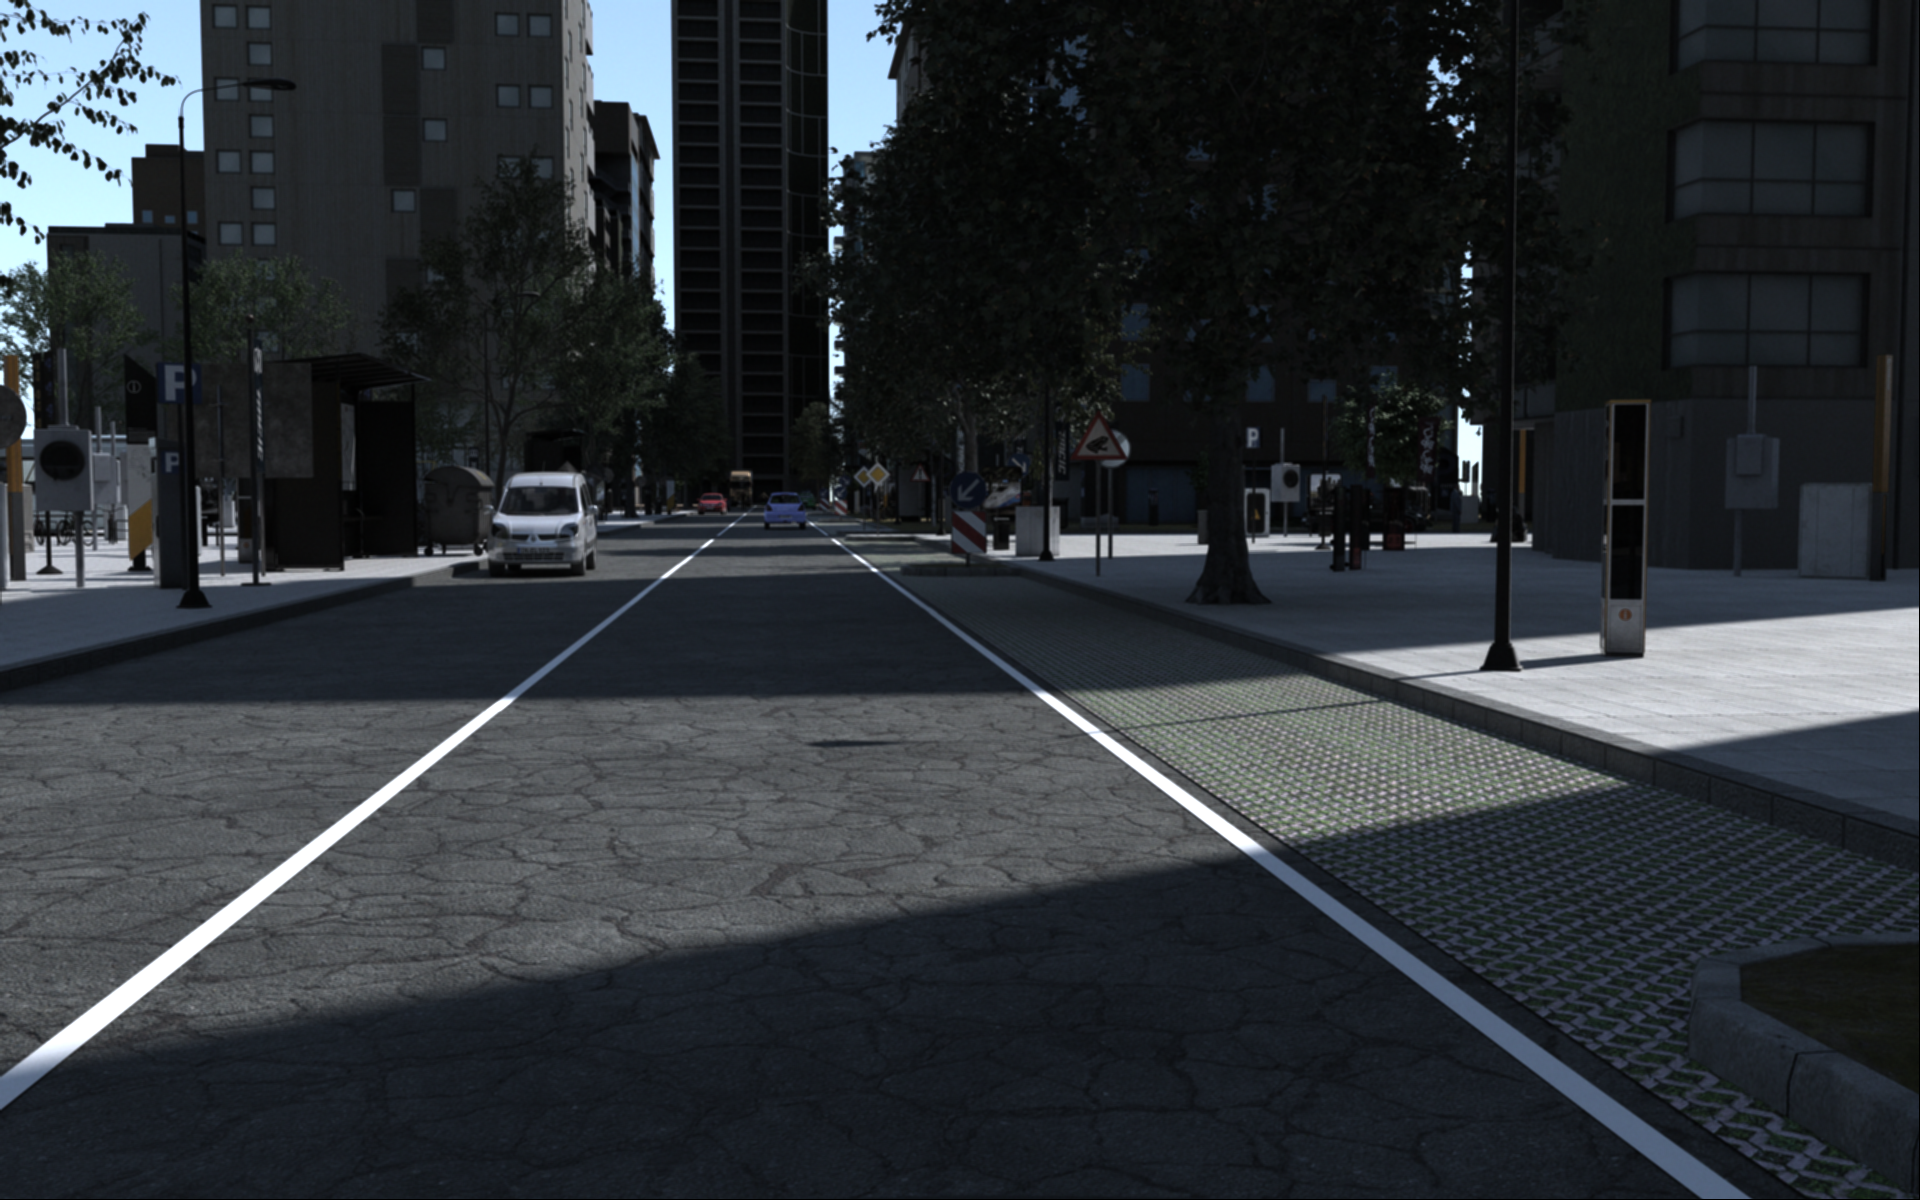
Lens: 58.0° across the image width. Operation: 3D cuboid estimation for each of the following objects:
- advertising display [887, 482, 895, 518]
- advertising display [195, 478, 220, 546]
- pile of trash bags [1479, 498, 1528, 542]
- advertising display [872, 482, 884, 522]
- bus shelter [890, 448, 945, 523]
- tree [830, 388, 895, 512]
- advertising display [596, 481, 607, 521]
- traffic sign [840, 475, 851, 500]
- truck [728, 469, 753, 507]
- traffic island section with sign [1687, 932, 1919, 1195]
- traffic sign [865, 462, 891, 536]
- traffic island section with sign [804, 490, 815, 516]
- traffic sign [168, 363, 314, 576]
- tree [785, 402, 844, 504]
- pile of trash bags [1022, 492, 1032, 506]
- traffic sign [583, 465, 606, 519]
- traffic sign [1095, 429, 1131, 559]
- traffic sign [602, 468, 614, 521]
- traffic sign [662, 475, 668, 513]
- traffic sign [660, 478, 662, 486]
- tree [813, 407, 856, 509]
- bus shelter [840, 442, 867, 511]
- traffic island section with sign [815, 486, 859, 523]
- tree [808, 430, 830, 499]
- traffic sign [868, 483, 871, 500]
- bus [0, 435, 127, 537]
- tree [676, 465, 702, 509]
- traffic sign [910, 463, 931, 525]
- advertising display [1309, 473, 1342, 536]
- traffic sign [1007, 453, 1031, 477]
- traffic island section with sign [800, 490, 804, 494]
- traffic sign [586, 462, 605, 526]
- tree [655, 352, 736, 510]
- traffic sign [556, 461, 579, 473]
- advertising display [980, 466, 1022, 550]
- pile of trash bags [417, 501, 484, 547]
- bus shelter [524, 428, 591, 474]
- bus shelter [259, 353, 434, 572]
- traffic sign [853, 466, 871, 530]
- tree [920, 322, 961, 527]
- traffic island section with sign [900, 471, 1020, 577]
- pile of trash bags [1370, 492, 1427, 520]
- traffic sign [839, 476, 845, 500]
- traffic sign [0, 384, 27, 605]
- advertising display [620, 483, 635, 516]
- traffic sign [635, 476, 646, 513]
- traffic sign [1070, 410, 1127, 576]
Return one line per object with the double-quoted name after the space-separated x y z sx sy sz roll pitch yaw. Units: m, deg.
-3.611 -5.357 92.796 0.123 1.923 0.974 2 4 35 "advertising display"
-18.618 -2.270 42.331 0.974 1.923 0.123 -3 4 -39 "advertising display"
15.761 -2.209 45.871 3.447 1.369 1.912 3 5 39 "pile of trash bags"
-3.829 -4.617 80.704 0.123 1.923 0.974 2 4 26 "advertising display"
-1.950 -5.156 78.231 2.014 3.302 5.546 0 4 -6 "bus shelter"
-4.791 -9.049 98.313 4.737 8.622 4.395 0 3 0 "tree"
-17.168 -4.739 82.696 0.123 1.923 0.974 -3 5 -43 "advertising display"
-7.740 -7.177 117.442 0.768 2.556 0.104 0 4 -1 "traffic sign"
-25.093 -12.815 198.433 2.839 4.237 11.283 0 4 -6 "truck"
2.877 0.282 4.019 1.989 1.847 2.006 0 4 -6 "traffic island section with sign"
-2.532 -3.044 53.404 0.795 2.450 0.064 0 4 -6 "traffic sign"
-8.987 -6.379 112.920 1.989 1.847 2.006 0 4 -6 "traffic island section with sign"
-11.189 -2.022 26.938 2.265 3.308 0.079 0 4 2 "traffic sign"
-17.905 -18.031 212.936 7.486 12.596 7.792 0 3 0 "tree"
2.180 -3.969 74.645 1.912 1.369 3.447 -2 4 -25 "pile of trash bags"
-12.739 -3.468 60.349 0.795 2.450 0.064 0 4 -6 "traffic sign"
2.969 -2.081 34.125 0.768 2.556 0.104 0 4 1 "traffic sign"
-17.025 -5.086 83.263 0.768 2.556 0.104 0 4 -5 "traffic sign"
-19.544 -7.072 115.725 0.768 2.556 0.104 0 4 -5 "traffic sign"
-21.851 -7.831 128.148 0.768 2.556 0.104 0 4 -3 "traffic sign"
-10.573 -11.985 146.317 4.360 8.622 3.978 0 3 0 "tree"
-7.900 -9.340 130.344 2.179 5.291 8.768 0 4 -6 "bus shelter"
-6.043 -4.725 85.876 1.989 1.847 2.006 0 4 -6 "traffic island section with sign"
-13.617 -14.226 182.952 4.737 8.622 4.395 0 3 0 "tree"
-5.733 -6.823 111.654 0.768 2.556 0.104 0 4 1 "traffic sign"
-32.594 -3.653 54.589 13.247 3.499 2.948 0 4 -5 "bus"
-24.217 -10.245 151.225 4.285 4.588 4.351 0 3 0 "tree"
-1.667 -4.450 72.754 0.884 2.594 0.081 0 4 2 "traffic sign"
11.058 -2.889 52.451 0.974 1.923 0.123 0 4 7 "advertising display"
1.824 -3.272 53.611 0.768 2.556 0.104 0 4 0 "traffic sign"
-14.416 -9.425 162.729 1.989 1.847 2.006 0 4 -6 "traffic island section with sign"
-14.530 -4.214 69.006 0.768 2.556 0.104 0 3 0 "traffic sign"
-21.855 -13.449 138.014 7.486 12.596 7.792 0 3 0 "tree"
-11.874 -2.983 52.410 0.795 2.450 0.064 0 4 -6 "traffic sign"
0.947 -2.119 39.863 0.974 1.923 0.123 -1 4 -9 "advertising display"
-12.957 -2.079 43.749 1.912 1.369 3.447 0 4 -5 "pile of trash bags"
-14.878 -4.466 64.296 1.731 3.624 6.357 0 4 -6 "bus shelter"
-11.120 -2.478 31.797 1.731 3.624 6.357 0 4 -6 "bus shelter"
-3.397 -3.529 61.342 0.795 2.450 0.064 0 4 -6 "traffic sign"
-0.802 -7.205 68.168 4.360 8.622 3.978 0 3 0 "tree"
-0.043 -1.357 30.816 1.989 1.847 2.006 0 4 -6 "traffic island section with sign"
16.964 -3.597 68.568 3.447 1.369 1.912 -3 5 -41 "pile of trash bags"
-7.938 -7.269 118.955 0.768 2.556 0.104 0 4 0 "traffic sign"
-11.107 -1.211 19.905 0.768 2.556 0.104 0 4 -2 "traffic sign"
-19.176 -5.790 99.876 0.123 1.923 0.974 3 5 45 "advertising display"
-22.110 -7.330 119.949 0.768 2.556 0.104 0 4 -5 "traffic sign"
2.155 -1.650 26.976 0.884 2.594 0.081 0 4 3 "traffic sign"
